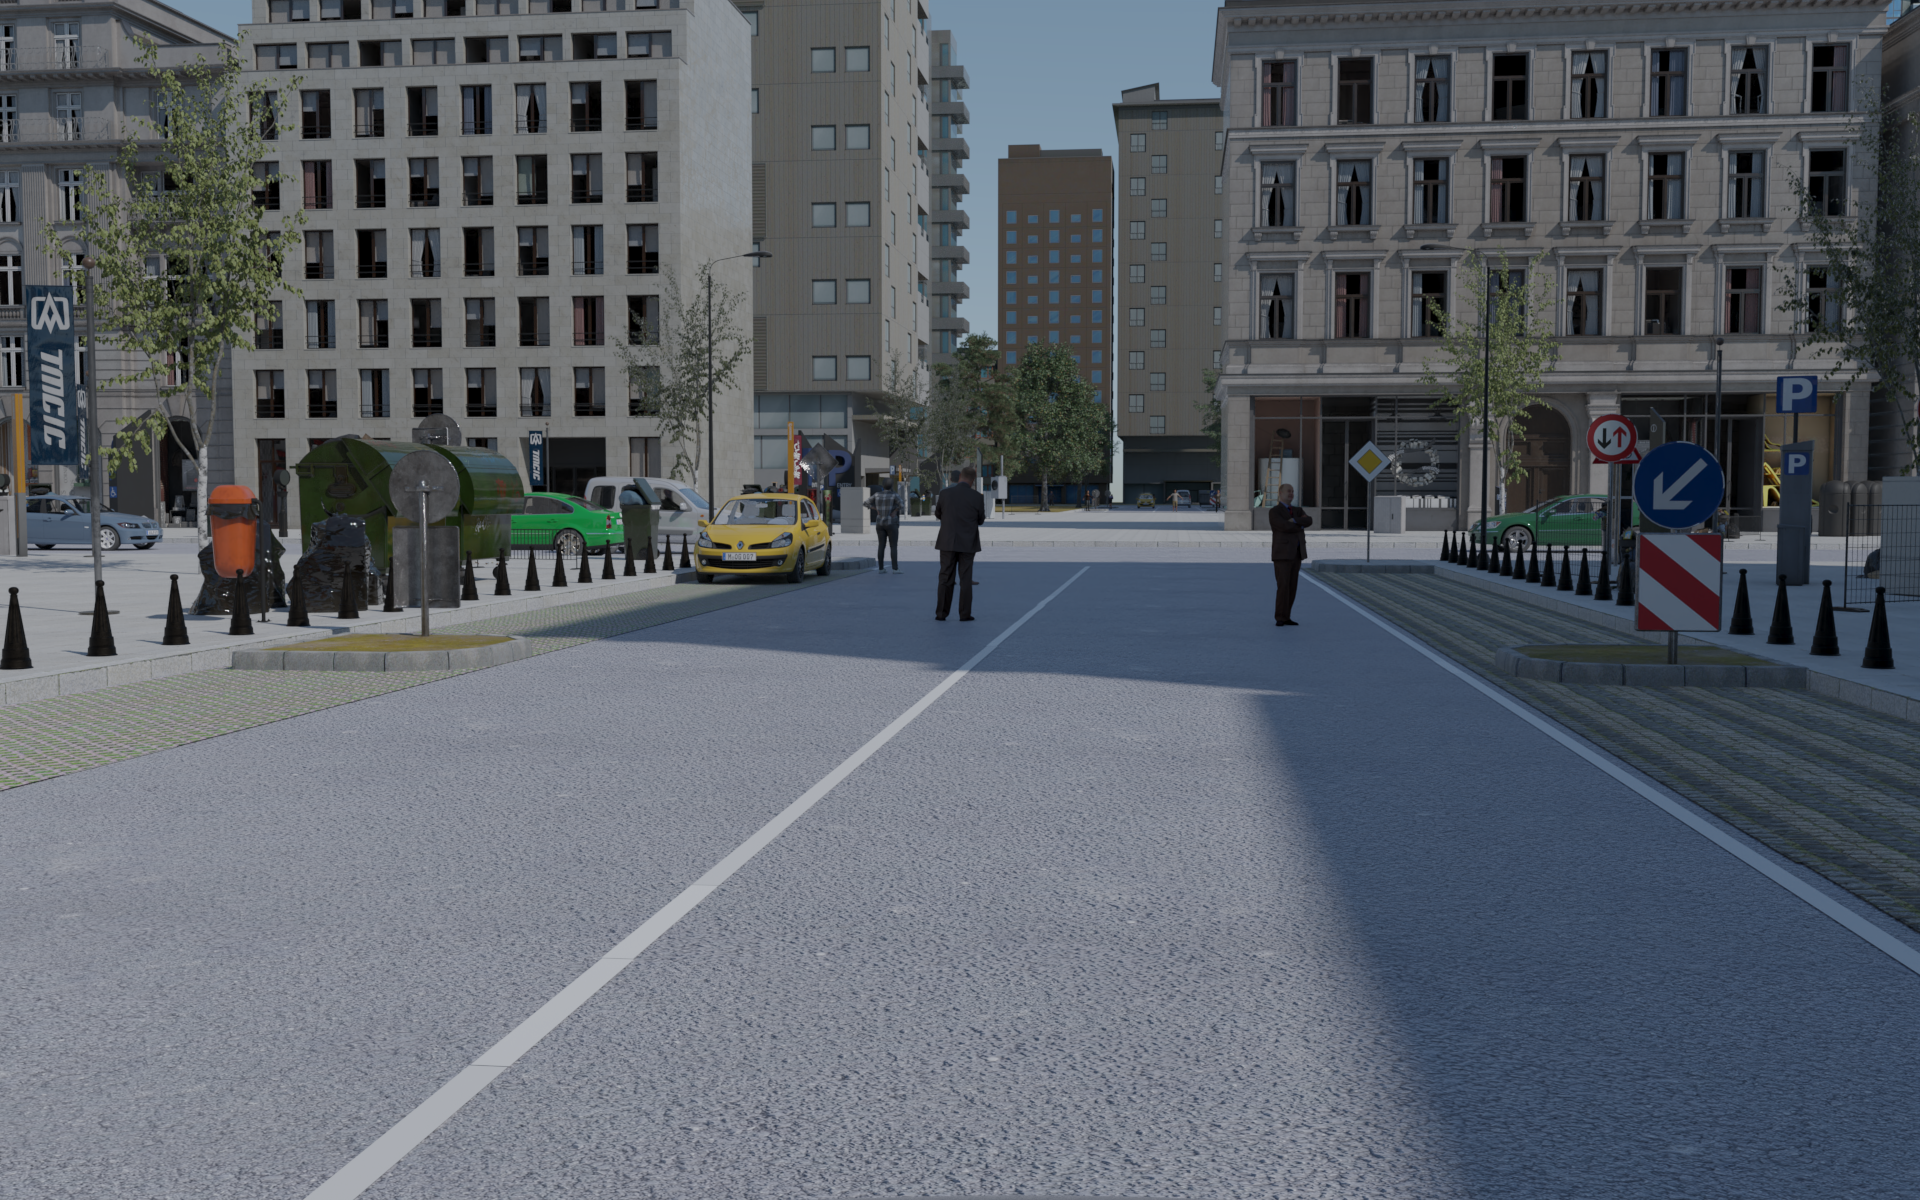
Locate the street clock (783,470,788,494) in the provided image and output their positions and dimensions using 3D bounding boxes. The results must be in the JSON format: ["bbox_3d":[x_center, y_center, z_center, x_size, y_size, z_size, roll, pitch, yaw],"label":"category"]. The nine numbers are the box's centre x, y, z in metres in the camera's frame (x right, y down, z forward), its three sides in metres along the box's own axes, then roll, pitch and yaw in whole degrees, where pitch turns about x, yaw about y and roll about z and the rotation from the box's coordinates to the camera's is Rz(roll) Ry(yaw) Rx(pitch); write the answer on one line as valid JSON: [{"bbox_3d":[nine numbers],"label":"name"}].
[{"bbox_3d":[-5.224,-2.952,52.834,0.358,2.002,0.471,0,4,2],"label":"street clock"}]

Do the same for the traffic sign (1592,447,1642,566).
[{"bbox_3d":[11.620,-1.873,30.627,0.884,2.594,0.081,0,4,8],"label":"traffic sign"}]

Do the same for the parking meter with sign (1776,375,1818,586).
[{"bbox_3d":[11.969,-1.748,24.843,0.543,3.016,1.738,2,4,25],"label":"parking meter with sign"}]

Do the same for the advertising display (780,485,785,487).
[{"bbox_3d":[-11.846,-6.918,118.328,0.974,1.923,0.123,-2,4,-26],"label":"advertising display"}]

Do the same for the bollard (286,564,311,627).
[{"bbox_3d":[-6.433,-0.048,16.823,0.229,0.601,0.229,0,3,0],"label":"bollard"}]

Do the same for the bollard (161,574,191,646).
[{"bbox_3d":[-6.689,0.078,14.760,0.229,0.601,0.229,0,3,0],"label":"bollard"}]

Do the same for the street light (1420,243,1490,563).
[{"bbox_3d":[9.217,-3.648,32.183,1.470,5.913,1.316,0,4,7],"label":"street light"}]

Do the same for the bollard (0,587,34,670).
[{"bbox_3d":[-6.941,0.203,12.719,0.229,0.601,0.229,0,3,0],"label":"bollard"}]

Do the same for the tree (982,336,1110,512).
[{"bbox_3d":[6.209,-12.771,125.808,9.611,12.733,9.660,0,3,0],"label":"tree"}]

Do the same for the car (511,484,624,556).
[{"bbox_3d":[-9.726,-1.826,38.649,4.718,1.807,1.959,0,4,7],"label":"car"}]

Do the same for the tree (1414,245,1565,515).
[{"bbox_3d":[15.636,-6.116,50.362,4.737,8.622,4.395,0,3,0],"label":"tree"}]

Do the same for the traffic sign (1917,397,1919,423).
[{"bbox_3d":[10.304,-1.091,17.952,0.768,2.556,0.104,1,4,15],"label":"traffic sign"}]

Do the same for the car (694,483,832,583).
[{"bbox_3d":[-3.248,-1.142,28.899,2.015,1.641,3.980,0,4,6],"label":"car"}]

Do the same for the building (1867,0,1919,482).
[{"bbox_3d":[43.162,-13.361,60.258,24.055,21.916,13.314,0,4,7],"label":"building"}]

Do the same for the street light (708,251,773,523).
[{"bbox_3d":[-4.273,-3.717,33.308,1.470,5.913,1.316,0,4,7],"label":"street light"}]

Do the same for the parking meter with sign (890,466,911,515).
[{"bbox_3d":[-3.424,-6.735,106.379,1.738,3.016,0.543,-2,4,-35],"label":"parking meter with sign"}]

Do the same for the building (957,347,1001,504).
[{"bbox_3d":[-8.333,-23.833,234.709,28.899,21.520,27.650,0,4,7],"label":"building"}]

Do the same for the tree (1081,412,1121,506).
[{"bbox_3d":[14.086,-16.302,192.292,9.928,11.665,9.643,0,3,0],"label":"tree"}]

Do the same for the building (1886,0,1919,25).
[{"bbox_3d":[83.474,-51.804,159.666,31.000,86.520,22.319,0,4,7],"label":"building"}]

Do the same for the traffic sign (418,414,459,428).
[{"bbox_3d":[-8.257,-1.671,27.431,0.768,2.556,0.104,1,4,9],"label":"traffic sign"}]

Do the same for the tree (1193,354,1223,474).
[{"bbox_3d":[22.330,-13.517,127.653,9.857,13.997,8.962,0,3,0],"label":"tree"}]

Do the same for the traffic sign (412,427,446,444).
[{"bbox_3d":[-8.161,-1.501,26.676,0.606,2.300,0.079,1,4,14],"label":"traffic sign"}]

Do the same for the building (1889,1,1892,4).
[{"bbox_3d":[49.670,-26.995,133.248,32.217,40.220,23.993,0,4,7],"label":"building"}]

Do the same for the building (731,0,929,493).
[{"bbox_3d":[-17.233,-33.467,136.430,28.713,52.752,27.495,0,4,7],"label":"building"}]

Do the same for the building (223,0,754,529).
[{"bbox_3d":[-17.449,-12.964,66.715,16.860,20.320,10.420,0,4,7],"label":"building"}]

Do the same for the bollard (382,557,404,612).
[{"bbox_3d":[-6.179,-0.172,18.861,0.229,0.601,0.229,0,3,0],"label":"bollard"}]

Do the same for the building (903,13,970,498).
[{"bbox_3d":[-14.725,-33.776,171.839,30.456,49.044,23.786,0,4,7],"label":"building"}]

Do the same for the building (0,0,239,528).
[{"bbox_3d":[-37.538,-14.012,70.895,24.055,21.916,13.314,0,4,7],"label":"building"}]

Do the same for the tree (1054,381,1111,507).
[{"bbox_3d":[11.446,-14.882,165.377,6.751,12.117,7.091,0,3,0],"label":"tree"}]

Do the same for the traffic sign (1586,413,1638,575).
[{"bbox_3d":[10.297,-1.671,27.427,0.768,2.556,0.104,1,4,12],"label":"traffic sign"}]

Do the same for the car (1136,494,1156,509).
[{"bbox_3d":[18.613,-9.966,173.174,2.015,1.641,3.980,0,4,7],"label":"car"}]

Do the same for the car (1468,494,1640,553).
[{"bbox_3d":[15.082,-1.893,42.754,4.920,1.459,2.131,0,4,7],"label":"car"}]

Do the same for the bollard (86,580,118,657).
[{"bbox_3d":[-6.816,0.141,13.740,0.229,0.601,0.229,0,3,0],"label":"bollard"}]

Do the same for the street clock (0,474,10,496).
[{"bbox_3d":[-34.071,-3.495,61.711,0.471,2.002,0.358,2,4,24],"label":"street clock"}]

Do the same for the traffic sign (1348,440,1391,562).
[{"bbox_3d":[7.654,-1.760,32.426,0.795,2.450,0.064,0,4,7],"label":"traffic sign"}]

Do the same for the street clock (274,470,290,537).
[{"bbox_3d":[-20.052,-2.856,51.266,0.358,2.002,0.471,1,4,17],"label":"street clock"}]

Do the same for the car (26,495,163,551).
[{"bbox_3d":[-22.856,-1.991,44.556,4.499,1.417,2.014,0,4,7],"label":"car"}]

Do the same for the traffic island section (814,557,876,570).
[{"bbox_3d":[-2.783,-0.704,33.799,2.009,0.180,2.903,0,4,7],"label":"traffic island section"}]

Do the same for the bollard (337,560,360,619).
[{"bbox_3d":[-6.306,-0.110,17.842,0.229,0.601,0.229,0,3,0],"label":"bollard"}]

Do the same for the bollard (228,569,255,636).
[{"bbox_3d":[-6.560,0.015,15.794,0.229,0.601,0.229,0,3,0],"label":"bollard"}]

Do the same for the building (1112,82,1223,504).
[{"bbox_3d":[34.332,-39.165,229.592,27.495,52.752,28.713,0,4,7],"label":"building"}]

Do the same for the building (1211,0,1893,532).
[{"bbox_3d":[11.074,-13.017,63.739,40.483,20.767,10.553,0,4,7],"label":"building"}]

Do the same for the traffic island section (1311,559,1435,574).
[{"bbox_3d":[7.678,-0.625,32.500,2.009,0.180,2.903,0,4,7],"label":"traffic island section"}]

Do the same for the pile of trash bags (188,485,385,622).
[{"bbox_3d":[-7.399,-0.549,18.724,1.912,1.369,3.447,0,4,-7],"label":"pile of trash bags"}]

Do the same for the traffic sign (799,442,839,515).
[{"bbox_3d":[-2.758,-1.840,33.734,0.795,2.450,0.064,0,4,7],"label":"traffic sign"}]

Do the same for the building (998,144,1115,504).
[{"bbox_3d":[12.652,-35.124,224.392,14.200,45.320,14.600,0,4,7],"label":"building"}]

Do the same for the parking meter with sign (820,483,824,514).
[{"bbox_3d":[-9.070,-7.190,113.820,0.543,3.016,1.738,0,4,6],"label":"parking meter with sign"}]
